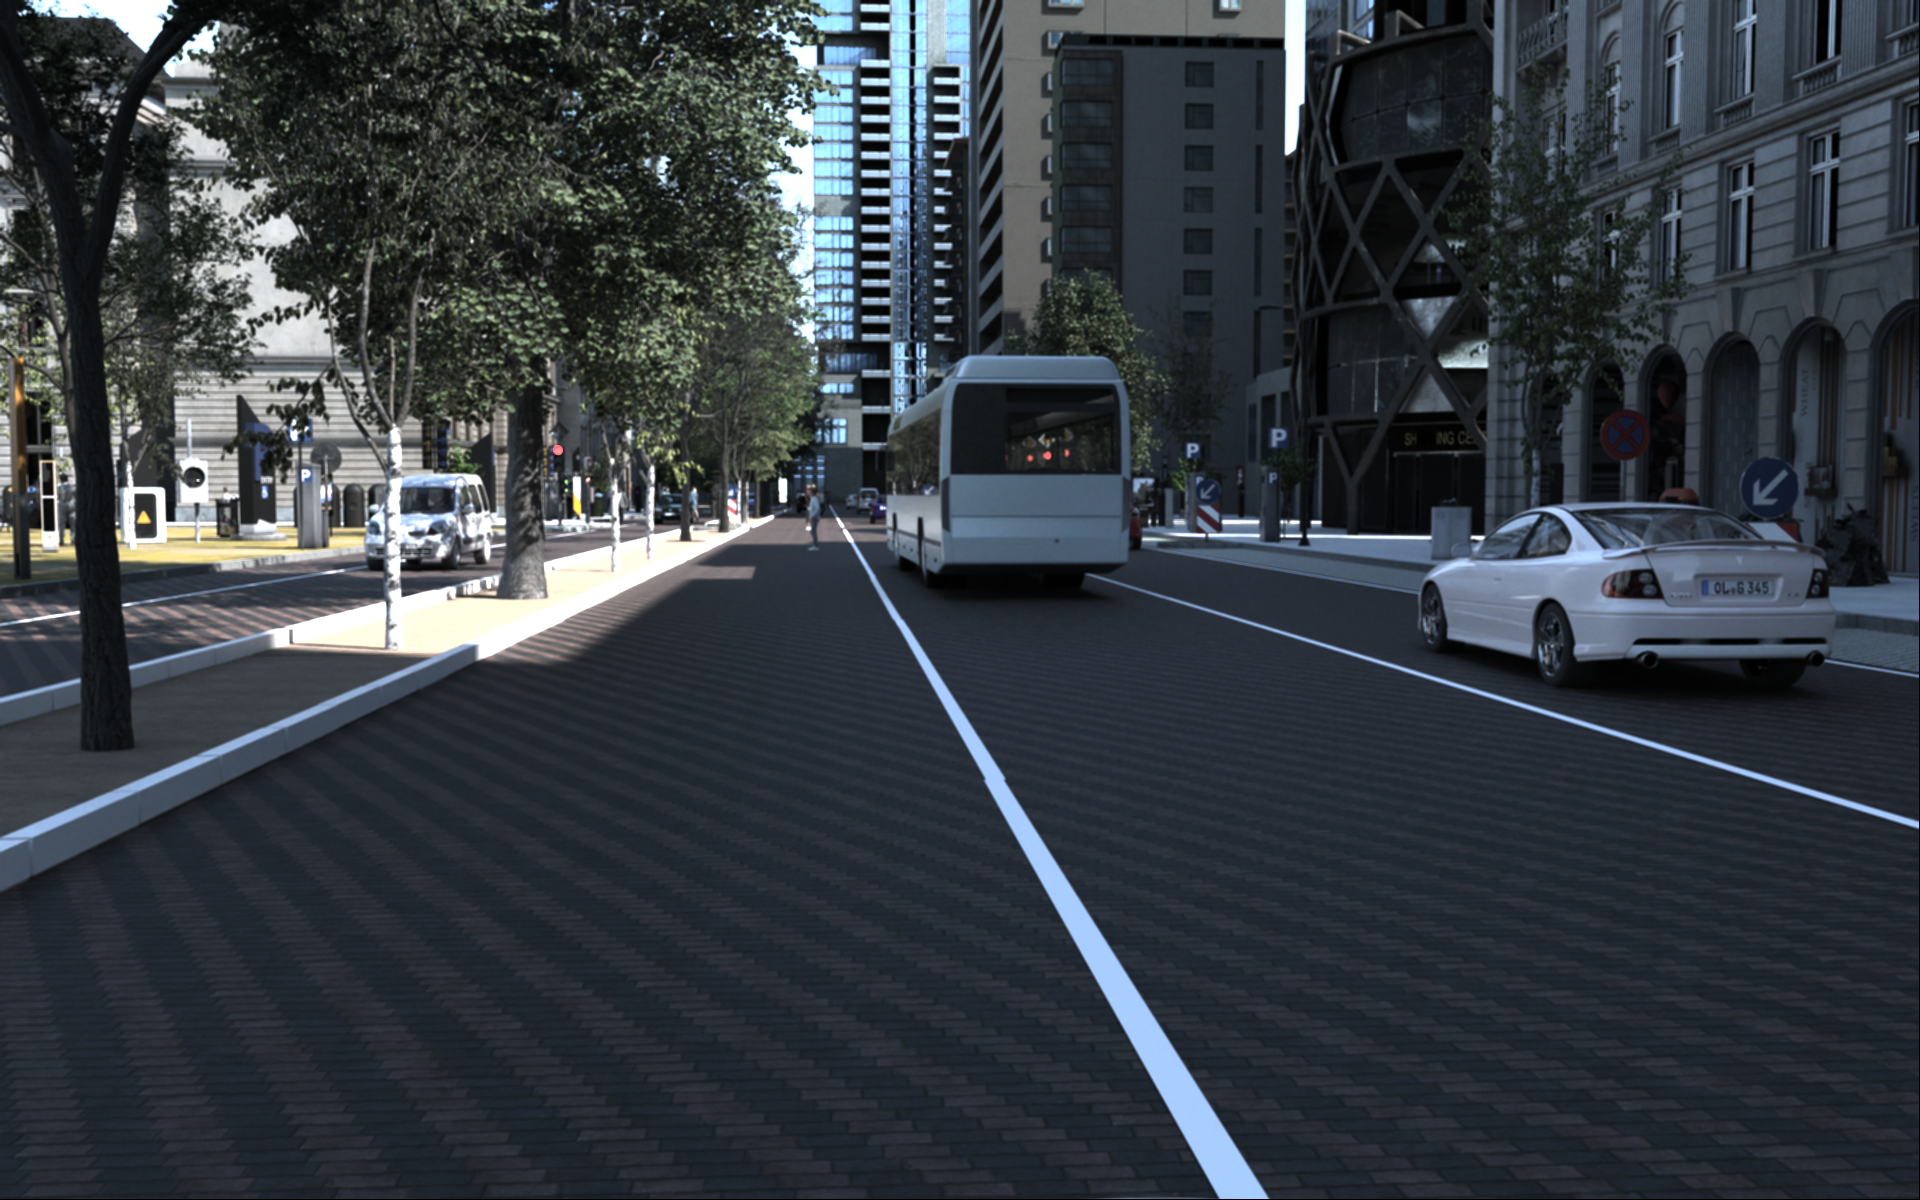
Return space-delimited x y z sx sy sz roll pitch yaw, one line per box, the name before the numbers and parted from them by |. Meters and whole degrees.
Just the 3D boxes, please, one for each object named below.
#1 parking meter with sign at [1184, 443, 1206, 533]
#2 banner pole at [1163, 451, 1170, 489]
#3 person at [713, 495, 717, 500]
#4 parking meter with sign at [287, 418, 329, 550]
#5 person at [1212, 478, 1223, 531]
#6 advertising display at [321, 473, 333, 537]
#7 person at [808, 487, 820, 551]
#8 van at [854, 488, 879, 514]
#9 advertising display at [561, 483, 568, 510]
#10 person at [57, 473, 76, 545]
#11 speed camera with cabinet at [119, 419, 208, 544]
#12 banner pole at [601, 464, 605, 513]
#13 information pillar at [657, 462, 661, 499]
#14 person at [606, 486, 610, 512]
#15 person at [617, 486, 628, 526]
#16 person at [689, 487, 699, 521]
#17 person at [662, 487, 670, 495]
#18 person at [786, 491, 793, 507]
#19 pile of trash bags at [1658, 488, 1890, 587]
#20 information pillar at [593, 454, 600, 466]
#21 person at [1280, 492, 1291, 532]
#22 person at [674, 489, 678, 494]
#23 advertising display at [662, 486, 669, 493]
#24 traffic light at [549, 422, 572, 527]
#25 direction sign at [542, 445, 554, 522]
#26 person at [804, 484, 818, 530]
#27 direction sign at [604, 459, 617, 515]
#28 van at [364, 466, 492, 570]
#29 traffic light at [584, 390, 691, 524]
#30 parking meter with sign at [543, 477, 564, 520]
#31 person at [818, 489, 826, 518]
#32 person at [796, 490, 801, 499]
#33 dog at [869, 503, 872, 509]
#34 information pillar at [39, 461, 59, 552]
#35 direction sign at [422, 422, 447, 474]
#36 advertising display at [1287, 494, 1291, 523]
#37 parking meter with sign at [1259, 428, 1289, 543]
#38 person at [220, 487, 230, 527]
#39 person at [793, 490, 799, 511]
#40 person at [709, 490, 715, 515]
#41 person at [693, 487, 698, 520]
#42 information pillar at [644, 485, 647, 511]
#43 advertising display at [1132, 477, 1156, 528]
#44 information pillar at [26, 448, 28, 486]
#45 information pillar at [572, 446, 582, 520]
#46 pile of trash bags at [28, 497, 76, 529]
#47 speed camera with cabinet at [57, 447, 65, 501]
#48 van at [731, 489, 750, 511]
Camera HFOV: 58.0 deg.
parking meter with sign | 7.903 -3.762 57.769 0.543 3.016 1.738 0 4 -4
banner pole | 11.985 -6.752 100.413 0.863 3.779 0.401 -3 5 -45
person | -18.630 -7.562 131.989 0.795 1.843 0.661 1 4 15
parking meter with sign | -15.241 -2.713 40.616 0.543 3.016 1.738 0 4 -7
person | 8.848 -3.302 59.833 0.447 1.846 0.655 0 4 -4
advertising display | -19.199 -2.839 51.637 0.974 1.923 0.123 -3 4 -37
person | -3.724 -2.068 44.129 0.330 1.601 0.589 0 4 1
van | -6.596 -7.184 124.466 2.013 2.044 4.112 0 4 -5
advertising display | -21.090 -5.333 92.404 0.123 1.923 0.974 0 4 3
person | -22.392 -2.273 43.381 0.466 1.800 0.511 3 5 44
speed camera with cabinet | -20.801 -3.114 45.245 2.038 3.252 0.660 -3 4 -36
banner pole | -24.659 -7.853 118.406 0.401 3.779 0.863 2 4 26
information pillar | -21.832 -8.219 125.731 0.183 3.616 0.504 -2 4 -30
person | -24.531 -7.053 121.465 0.850 1.850 0.679 1 4 10
person | -15.267 -4.213 77.773 0.661 1.777 0.834 0 4 2
person | -13.898 -5.002 90.307 0.581 1.822 0.654 -3 4 -37
person | -17.955 -5.975 106.052 0.638 1.841 0.748 -1 4 -9
person | -18.927 -11.207 191.814 0.705 1.814 1.350 -3 5 -41
pile of trash bags | 11.890 -0.968 25.581 1.912 1.369 3.447 -3 4 -36
information pillar | -21.275 -6.734 101.458 0.183 3.616 0.504 3 4 38
person | 10.746 -3.180 58.376 0.721 1.781 0.623 2 4 32
person | -20.344 -7.088 124.577 0.473 1.802 0.592 3 4 37
advertising display | -23.872 -8.272 140.458 0.123 1.923 0.974 -3 4 -36
traffic light | -15.544 -4.793 67.289 0.839 4.253 0.868 0 4 -5
direction sign | -19.177 -5.425 80.691 0.379 3.537 0.876 1 4 22
person | -5.948 -3.702 69.005 0.580 1.828 0.573 1 4 14
direction sign | -21.049 -6.875 104.402 0.379 3.537 0.876 3 5 43
van | -10.395 -1.650 33.993 2.013 2.044 4.112 0 4 -3
traffic light | -14.096 -6.164 75.449 4.771 5.953 1.251 0 4 -5
parking meter with sign | -20.504 -5.547 86.947 0.543 3.016 1.738 1 4 15
person | -8.492 -5.846 104.565 0.782 1.767 0.515 -3 5 -44
person | -13.277 -8.222 143.162 0.478 1.798 0.641 0 4 -1
dog | -5.932 -6.304 119.903 0.800 0.831 0.513 3 5 41
information pillar | -20.057 -2.059 38.149 0.304 2.012 0.304 -1 4 -21
direction sign | -16.476 -3.814 54.361 0.876 3.537 0.379 1 4 18
advertising display | 14.657 -4.406 77.246 0.123 1.923 0.974 1 4 8
parking meter with sign | 8.333 -3.060 46.287 0.543 3.016 1.738 0 4 -1
person | -30.085 -3.783 71.101 0.760 1.731 0.466 -2 4 -34
person | -14.004 -8.570 148.714 0.778 1.811 0.616 0 4 5
person | -17.118 -6.801 119.963 0.520 1.790 0.573 3 5 44
person | -14.986 -5.416 97.240 0.537 1.800 0.526 -1 4 -15
information pillar | -24.078 -7.846 132.770 0.304 2.012 0.304 0 4 -7
advertising display | 7.064 -3.746 66.466 0.974 1.923 0.123 2 4 33
information pillar | -39.681 -5.010 73.266 0.183 3.616 0.504 2 4 30
information pillar | -18.668 -5.687 84.340 0.183 3.616 0.504 2 4 26
pile of trash bags | -32.794 -3.281 63.405 3.447 1.369 1.912 3 4 36
speed camera with cabinet | -38.203 -4.853 73.681 0.660 3.252 2.038 -1 4 -12
van | -18.386 -8.356 143.627 2.013 2.044 4.112 0 4 -4
